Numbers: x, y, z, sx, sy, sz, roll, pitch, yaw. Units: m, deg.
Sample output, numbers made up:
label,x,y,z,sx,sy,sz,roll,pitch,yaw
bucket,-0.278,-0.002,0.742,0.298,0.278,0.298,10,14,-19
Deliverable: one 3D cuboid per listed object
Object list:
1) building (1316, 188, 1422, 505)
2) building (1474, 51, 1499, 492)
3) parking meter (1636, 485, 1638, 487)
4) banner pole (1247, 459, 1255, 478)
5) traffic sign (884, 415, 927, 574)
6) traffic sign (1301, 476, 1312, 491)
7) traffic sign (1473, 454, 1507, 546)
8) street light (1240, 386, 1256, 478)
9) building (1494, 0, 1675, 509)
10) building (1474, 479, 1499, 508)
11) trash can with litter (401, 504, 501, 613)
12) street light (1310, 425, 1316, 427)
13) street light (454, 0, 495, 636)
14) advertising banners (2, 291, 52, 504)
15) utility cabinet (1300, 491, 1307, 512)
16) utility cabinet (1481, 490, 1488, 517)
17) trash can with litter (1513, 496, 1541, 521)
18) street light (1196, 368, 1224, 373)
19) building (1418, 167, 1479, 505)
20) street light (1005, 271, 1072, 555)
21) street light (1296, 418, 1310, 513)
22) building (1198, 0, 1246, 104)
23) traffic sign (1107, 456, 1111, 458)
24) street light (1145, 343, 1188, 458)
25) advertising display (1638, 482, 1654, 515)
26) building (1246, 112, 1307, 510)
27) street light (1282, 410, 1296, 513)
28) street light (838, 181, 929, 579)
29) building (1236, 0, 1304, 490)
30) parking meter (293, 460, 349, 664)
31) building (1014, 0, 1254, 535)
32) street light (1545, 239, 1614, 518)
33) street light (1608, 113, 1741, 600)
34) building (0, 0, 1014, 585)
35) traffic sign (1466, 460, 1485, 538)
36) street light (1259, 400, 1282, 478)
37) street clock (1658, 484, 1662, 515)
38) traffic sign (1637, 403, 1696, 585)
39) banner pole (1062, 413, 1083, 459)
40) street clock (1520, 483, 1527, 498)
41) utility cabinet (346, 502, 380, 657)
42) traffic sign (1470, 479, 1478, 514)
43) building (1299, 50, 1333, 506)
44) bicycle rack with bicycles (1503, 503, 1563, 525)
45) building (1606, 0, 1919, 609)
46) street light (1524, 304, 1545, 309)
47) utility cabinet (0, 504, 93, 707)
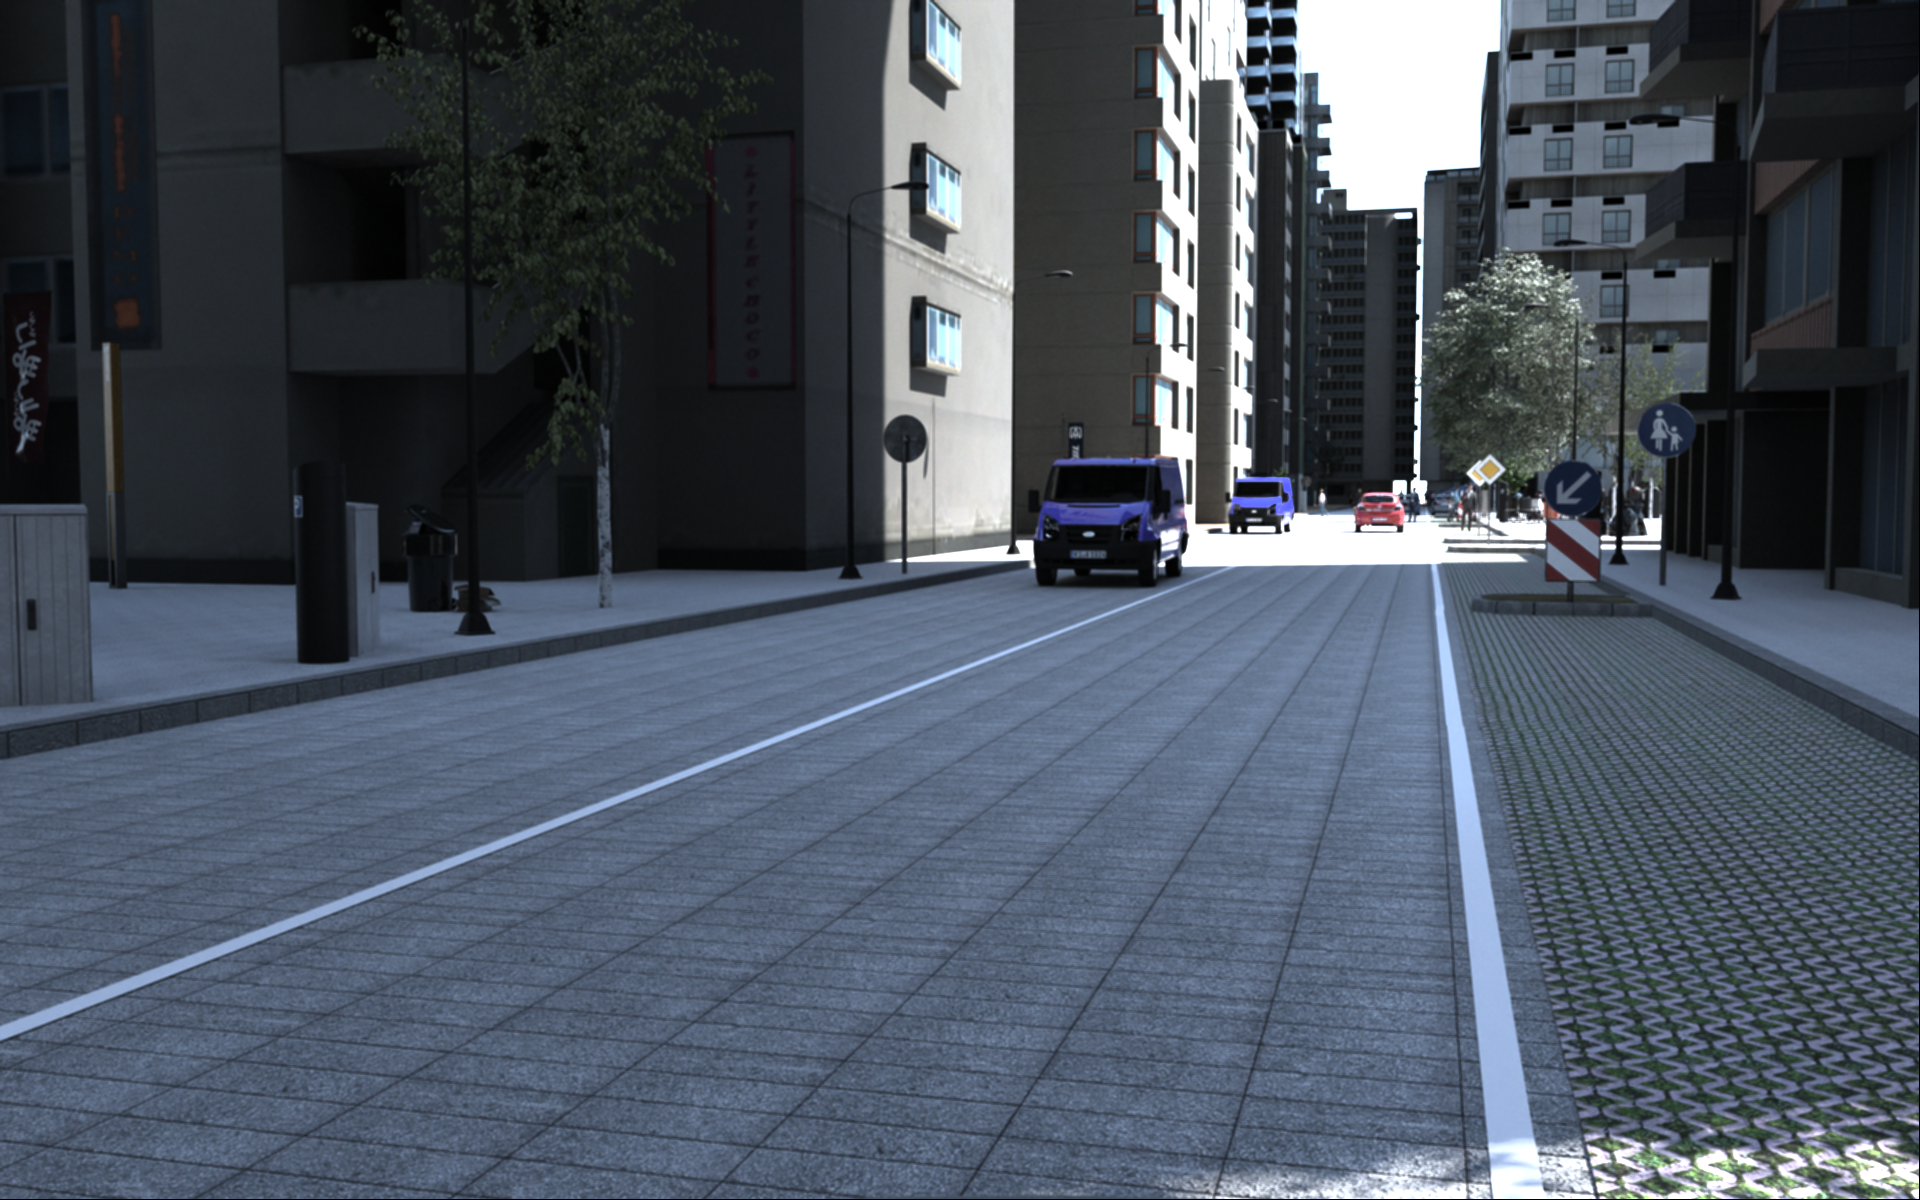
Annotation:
label,x,y,z,sx,sy,sz,roll,pitch,yaw
building,46.867,-32.498,223.224,23.993,40.220,32.217,1,4,15
building,65.146,-34.021,179.940,21.300,48.544,21.600,1,4,15
parking meter,43.941,-6.507,112.107,0.399,1.863,0.255,0,4,0
banner pole,20.806,-8.203,124.140,0.863,3.779,0.401,1,4,16
traffic sign,-0.898,-1.701,27.910,0.768,2.556,0.104,1,4,23
traffic sign,24.495,-7.493,122.613,0.768,2.556,0.104,1,4,22
traffic sign,13.101,-2.399,42.874,0.795,2.450,0.064,1,4,15
street light,12.031,-6.268,75.029,1.470,5.913,1.316,1,4,15
building,56.334,-33.382,135.041,28.713,52.752,27.495,1,4,15
building,58.824,-44.090,159.131,20.563,71.187,20.611,1,4,15
trash can with litter,-5.568,-0.466,18.999,1.055,1.170,0.624,1,4,10
street light,23.299,-8.839,117.066,1.470,5.913,1.316,1,4,15
street light,-3.928,-2.631,15.555,1.470,5.913,1.316,1,4,15
advertising banners,-8.804,-1.167,15.274,2.074,3.025,0.090,1,4,17
utility cabinet,24.057,-6.894,121.398,0.318,1.500,1.173,1,4,20
utility cabinet,28.964,-5.323,95.702,0.318,1.500,1.173,1,4,14
trash can with litter,27.862,-4.460,83.981,2.233,1.210,1.678,0,4,6
street light,9.019,-5.590,63.943,1.470,5.913,1.316,1,4,15
building,63.018,-32.191,209.922,14.086,41.232,14.154,1,4,15
street light,1.656,-3.903,36.358,1.470,5.913,1.316,1,4,15
street light,20.550,-8.200,106.605,1.470,5.913,1.316,1,4,15
building,3.629,-31.880,110.473,28.713,52.752,27.495,1,4,15
traffic sign,3.886,-2.551,45.356,0.795,2.450,0.064,1,4,15
street light,6.308,-4.951,53.491,1.470,5.913,1.316,1,4,15
advertising display,36.548,-5.328,92.334,0.123,1.923,0.974,-2,4,-27
building,19.280,-22.217,134.956,14.160,30.474,14.107,1,4,15
street light,17.676,-7.566,96.243,1.470,5.913,1.316,1,4,15
street light,-1.143,-3.268,25.975,1.470,5.913,1.316,1,4,15
building,20.606,-51.634,156.889,22.319,86.520,31.000,1,4,15
parking meter,-4.870,-0.293,13.207,0.372,1.533,0.369,0,3,0
building,-3.406,-13.797,70.621,27.650,21.520,28.899,1,4,15
street light,11.511,-3.613,31.613,1.470,5.913,1.316,1,4,15
street light,8.854,-2.974,21.167,1.470,5.913,1.316,1,4,15
building,-11.572,-25.105,34.171,21.600,48.544,21.300,1,4,15
traffic sign,15.169,-2.871,50.588,0.795,2.450,0.064,1,4,15
street light,14.944,-6.917,85.637,1.470,5.913,1.316,1,4,15
street clock,43.422,-6.272,107.109,0.471,2.002,0.358,1,4,11
traffic sign,9.885,-1.479,24.290,0.768,2.556,0.104,1,4,21
banner pole,3.409,-3.874,53.357,0.863,3.779,0.401,-1,4,-9
street clock,37.381,-6.753,114.979,0.471,2.002,0.358,3,5,44
utility cabinet,-4.951,-0.179,14.090,0.306,1.237,1.020,-1,4,-9
traffic sign,33.594,-6.885,112.679,0.768,2.556,0.104,1,4,19
building,25.003,-34.913,190.428,30.456,49.044,23.786,1,4,15
bicycle rack with bicycles,24.311,-3.628,72.693,2.925,0.926,2.852,-1,4,-15
building,22.055,-22.565,23.555,22.147,44.769,28.867,1,4,15
street light,14.436,-4.264,42.258,1.470,5.913,1.316,1,4,15
utility cabinet,-5.844,0.041,10.489,1.020,1.237,0.306,-2,4,-30
